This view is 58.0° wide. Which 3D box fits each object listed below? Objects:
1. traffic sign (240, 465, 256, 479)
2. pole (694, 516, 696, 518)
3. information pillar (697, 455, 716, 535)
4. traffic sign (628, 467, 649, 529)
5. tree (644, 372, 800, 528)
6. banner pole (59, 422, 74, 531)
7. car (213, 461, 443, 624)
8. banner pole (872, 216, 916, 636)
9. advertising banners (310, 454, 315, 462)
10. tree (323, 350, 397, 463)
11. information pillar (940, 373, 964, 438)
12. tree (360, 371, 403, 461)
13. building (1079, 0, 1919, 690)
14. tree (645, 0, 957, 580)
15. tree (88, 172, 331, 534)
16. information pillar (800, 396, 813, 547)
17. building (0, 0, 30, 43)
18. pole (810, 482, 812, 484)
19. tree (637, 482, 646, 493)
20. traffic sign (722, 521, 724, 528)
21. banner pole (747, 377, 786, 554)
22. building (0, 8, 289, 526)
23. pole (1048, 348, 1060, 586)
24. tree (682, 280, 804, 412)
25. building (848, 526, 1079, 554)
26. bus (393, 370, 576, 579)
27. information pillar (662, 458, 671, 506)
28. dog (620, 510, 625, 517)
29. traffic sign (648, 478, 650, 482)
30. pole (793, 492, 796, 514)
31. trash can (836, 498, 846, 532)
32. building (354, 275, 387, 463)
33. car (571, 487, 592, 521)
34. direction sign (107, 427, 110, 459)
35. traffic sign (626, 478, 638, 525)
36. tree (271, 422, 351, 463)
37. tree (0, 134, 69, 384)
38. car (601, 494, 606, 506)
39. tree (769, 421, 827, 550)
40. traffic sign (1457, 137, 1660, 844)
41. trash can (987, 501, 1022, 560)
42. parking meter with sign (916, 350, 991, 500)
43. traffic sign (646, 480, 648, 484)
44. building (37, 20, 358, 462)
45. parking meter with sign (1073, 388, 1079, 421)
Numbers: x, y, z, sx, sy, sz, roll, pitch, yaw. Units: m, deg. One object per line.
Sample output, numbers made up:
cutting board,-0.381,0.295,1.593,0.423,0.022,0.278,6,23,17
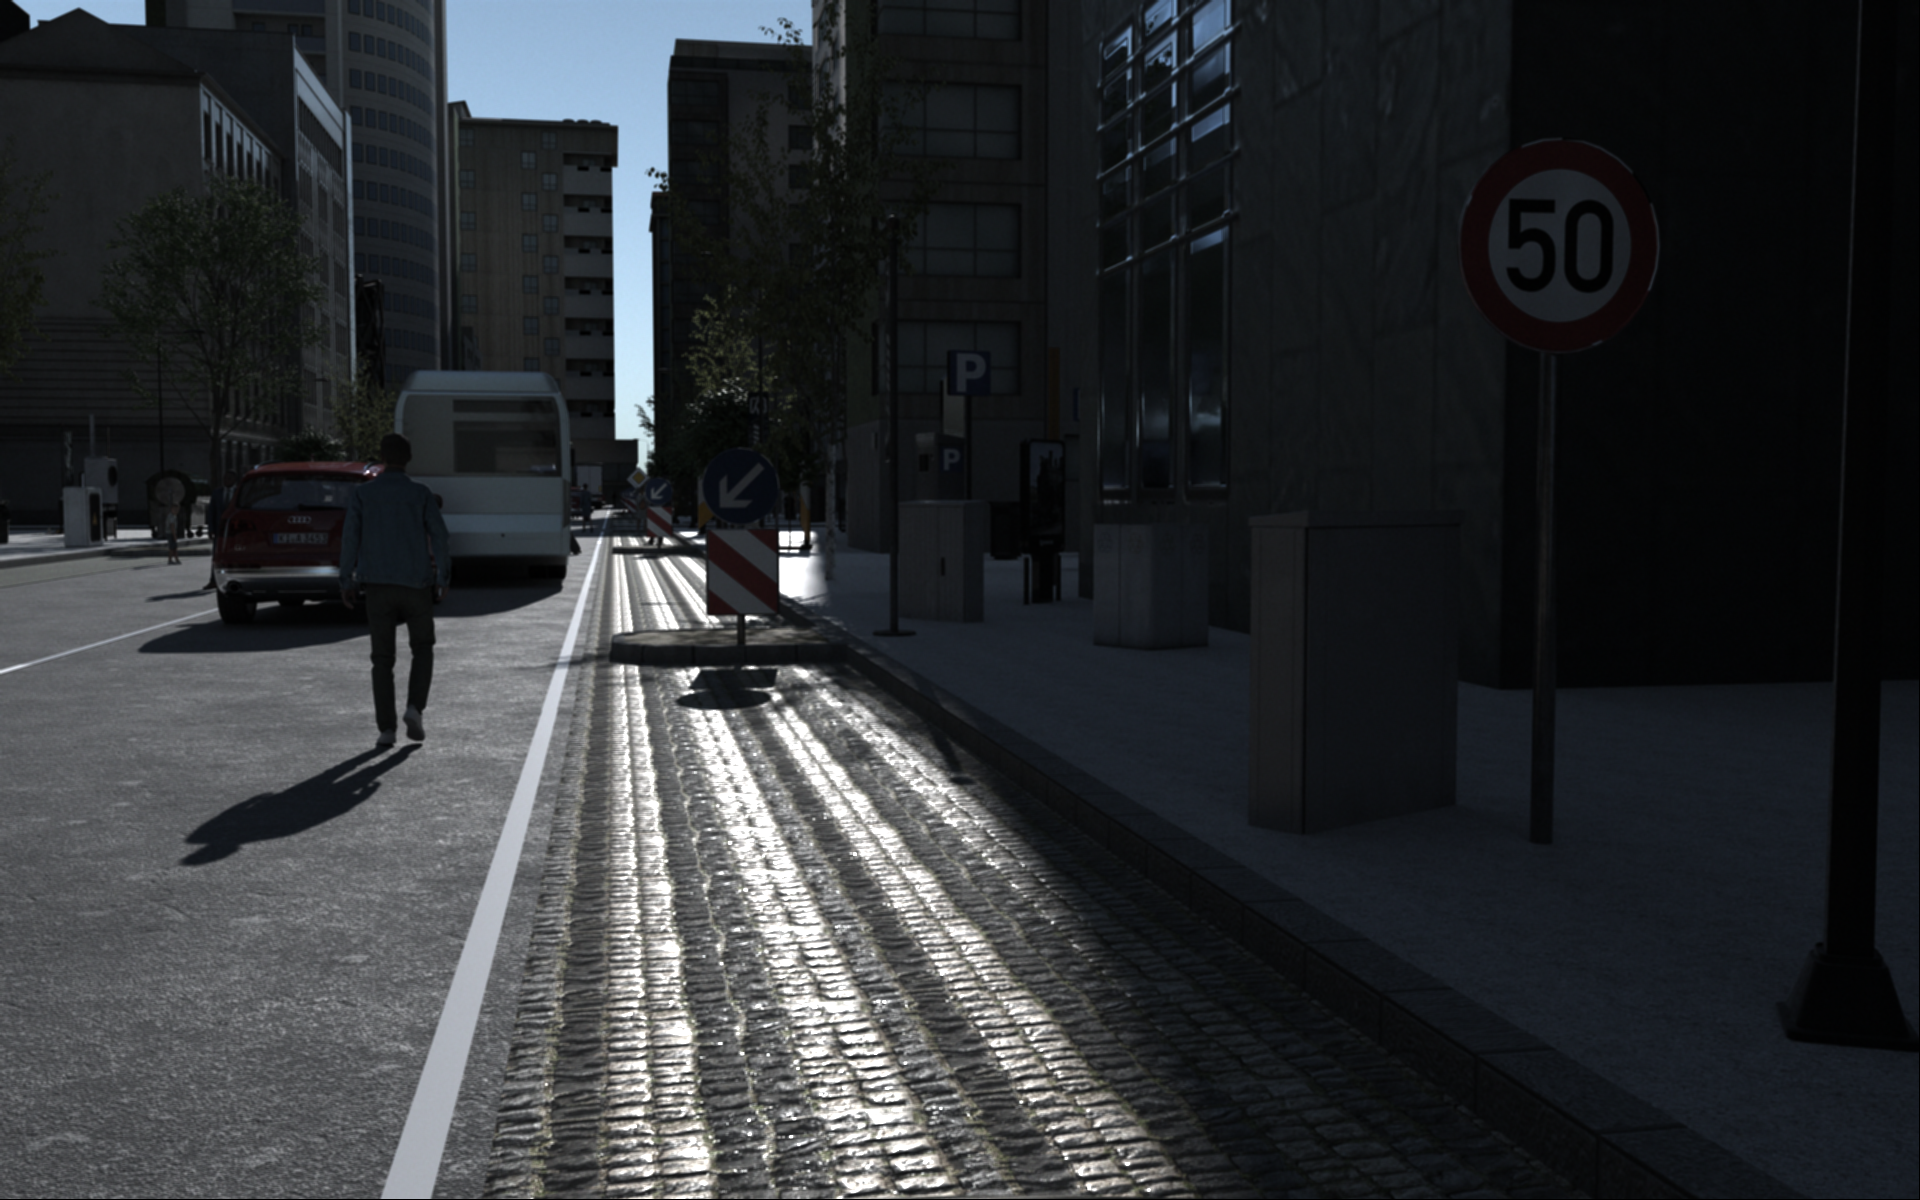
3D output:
traffic sign,-25.259,-3.639,61.628,0.606,2.300,0.079,-1,4,-11
pole,-13.281,-5.701,87.051,0.158,3.312,0.155,0,3,0
information pillar,-8.095,-3.889,54.947,0.504,3.616,0.183,-1,4,-18
traffic sign,-11.933,-3.715,64.385,0.795,2.450,0.064,-1,4,-11
tree,-6.265,-3.867,46.935,4.285,4.588,4.351,0,3,0
banner pole,-31.022,-4.289,60.149,0.863,3.779,0.401,2,4,33
car,-7.469,-0.744,20.833,2.281,1.827,5.304,-1,4,-11
banner pole,-0.636,-1.584,15.919,0.401,3.779,0.863,-1,4,-9
advertising banners,-28.303,-4.817,74.944,0.090,3.025,2.074,0,4,2
tree,-30.547,-8.444,88.425,4.360,8.622,3.978,0,3,0
information pillar,-0.124,-2.341,29.632,0.504,3.616,0.183,-3,5,-41
tree,-34.326,-9.399,104.034,4.737,8.622,4.395,0,3,0
building,15.457,-42.405,5.989,22.319,86.520,31.000,-1,4,-11
tree,-2.152,-4.606,25.667,4.737,8.622,4.395,0,3,0
tree,-24.004,-7.951,55.758,9.928,11.665,9.643,0,3,0
information pillar,-3.738,-3.087,41.822,0.183,3.616,0.504,-2,4,-26
building,-49.527,-14.891,73.153,15.834,23.373,12.332,-1,4,-11
pole,-7.616,-5.789,88.498,0.158,3.312,0.155,0,3,0
tree,-34.704,-11.879,188.829,1.663,3.219,1.824,0,3,0
traffic sign,-7.360,-3.278,53.705,0.768,2.556,0.104,0,4,-3
banner pole,-4.175,-2.889,37.257,0.863,3.779,0.401,0,4,8
building,-37.435,-14.078,79.327,9.793,20.994,18.267,-1,4,-11
pole,1.311,-1.860,24.249,0.158,3.312,0.155,0,3,0
tree,-7.711,-6.732,60.429,4.360,8.622,3.978,0,3,0
building,3.815,-22.045,44.029,14.154,41.232,14.086,-1,4,-11
bus,-8.635,-2.295,32.377,2.948,3.499,13.247,-1,4,-13
information pillar,-16.511,-6.489,97.448,0.504,3.616,0.183,1,4,10
dog,-19.669,-4.991,100.887,0.540,0.507,0.406,1,4,15
traffic sign,-22.269,-7.681,125.689,0.768,2.556,0.104,0,4,-2
pole,-10.502,-7.088,109.735,0.158,3.312,0.155,0,3,0
trash can,-3.785,-2.857,58.359,0.748,1.137,0.748,0,3,0
building,-47.722,-15.245,116.700,16.820,18.784,16.811,-1,4,-11
car,-20.959,-5.172,93.232,2.281,1.827,5.304,-1,4,-13
direction sign,-28.886,-4.087,58.818,0.379,3.537,0.876,-2,4,-23
traffic sign,-13.499,-4.194,72.215,0.795,2.450,0.064,-1,4,-11
tree,-29.469,-5.806,78.635,4.285,4.588,4.351,0,3,0
tree,-20.207,-5.191,35.243,4.737,8.622,4.395,0,3,0
car,-43.089,-12.024,205.259,2.281,1.827,5.304,-1,4,-10
tree,-3.823,-2.784,40.122,1.663,3.219,1.824,0,3,0
traffic sign,2.142,-0.379,6.303,0.768,2.556,0.104,0,4,-8
trash can,0.898,-1.359,33.868,0.748,1.137,0.748,0,3,0
parking meter with sign,-0.223,-1.566,21.871,0.543,3.016,1.738,-2,4,-24
traffic sign,-24.424,-8.368,136.927,0.768,2.556,0.104,0,4,-7
building,-41.892,-17.110,97.763,12.078,24.808,19.932,-1,4,-11
parking meter with sign,2.471,-2.011,29.138,0.543,3.016,1.738,2,4,25
